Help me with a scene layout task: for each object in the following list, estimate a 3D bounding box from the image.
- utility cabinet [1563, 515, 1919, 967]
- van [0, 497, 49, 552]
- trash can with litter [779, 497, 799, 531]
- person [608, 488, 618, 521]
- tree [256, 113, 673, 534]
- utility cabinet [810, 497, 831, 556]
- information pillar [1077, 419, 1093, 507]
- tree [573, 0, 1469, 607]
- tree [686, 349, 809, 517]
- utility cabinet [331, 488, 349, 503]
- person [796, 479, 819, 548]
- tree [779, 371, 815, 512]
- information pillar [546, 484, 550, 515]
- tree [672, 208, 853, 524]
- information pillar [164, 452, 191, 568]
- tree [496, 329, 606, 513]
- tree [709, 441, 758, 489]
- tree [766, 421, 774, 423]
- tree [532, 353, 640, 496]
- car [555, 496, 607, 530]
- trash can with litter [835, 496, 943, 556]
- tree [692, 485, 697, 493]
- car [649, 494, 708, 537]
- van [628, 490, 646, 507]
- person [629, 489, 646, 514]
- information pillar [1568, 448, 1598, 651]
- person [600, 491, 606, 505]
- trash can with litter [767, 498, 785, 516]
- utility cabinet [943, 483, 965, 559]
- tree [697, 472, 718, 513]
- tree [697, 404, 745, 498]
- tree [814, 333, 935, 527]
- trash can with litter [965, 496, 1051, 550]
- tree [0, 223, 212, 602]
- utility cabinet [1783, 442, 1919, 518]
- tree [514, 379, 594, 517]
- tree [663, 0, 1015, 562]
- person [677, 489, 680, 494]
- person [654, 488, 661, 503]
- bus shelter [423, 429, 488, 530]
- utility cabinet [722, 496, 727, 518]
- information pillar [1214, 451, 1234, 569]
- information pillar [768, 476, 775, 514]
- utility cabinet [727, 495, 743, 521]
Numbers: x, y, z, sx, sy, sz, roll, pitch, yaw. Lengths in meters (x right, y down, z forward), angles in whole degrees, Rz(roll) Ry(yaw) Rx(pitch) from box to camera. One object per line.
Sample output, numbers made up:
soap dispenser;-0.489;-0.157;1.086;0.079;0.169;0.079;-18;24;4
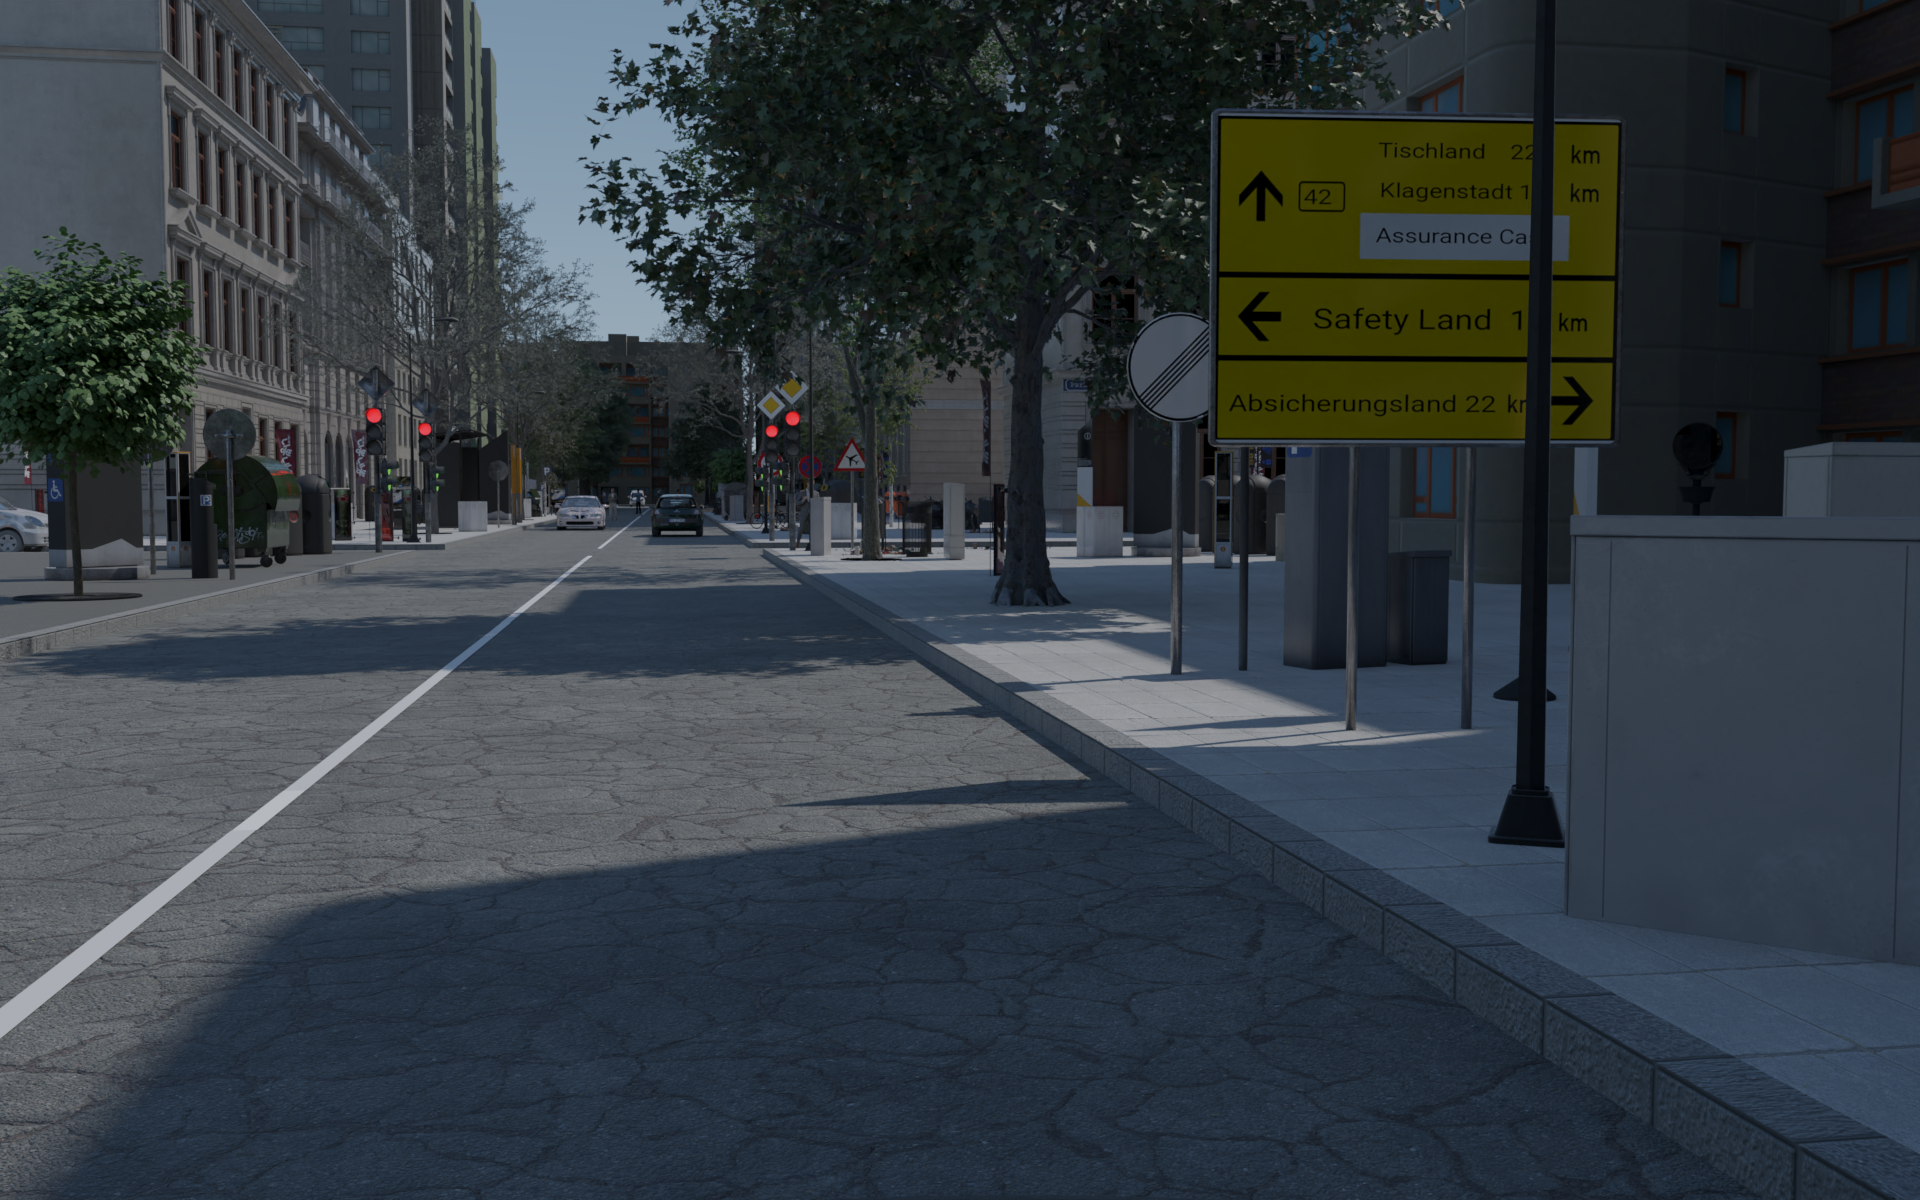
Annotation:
utility cabinet;2.327;0.374;5.045;1.020;1.237;0.306;3;4;36
van;-23.360;-2.050;40.537;4.112;2.044;2.013;0;4;-8
trash can with litter;-5.695;-3.018;60.408;1.678;1.210;2.233;1;4;10
person;-18.803;-5.183;93.796;0.519;1.759;0.362;0;4;-1
tree;-16.773;-8.862;55.258;12.009;13.543;11.850;0;3;0
utility cabinet;-2.930;-1.541;36.362;0.306;1.237;1.020;0;4;4
information pillar;3.875;-3.799;53.464;0.504;3.616;0.183;1;4;22
tree;0.787;-6.282;19.718;9.611;12.733;9.660;0;3;0
tree;-11.667;-9.906;96.367;7.601;10.594;8.767;-1;4;-11
utility cabinet;-22.950;-3.346;63.386;1.173;1.500;0.318;-2;4;-24
person;-3.809;-2.140;43.456;0.622;1.834;0.822;-2;4;-24
tree;-6.860;-8.431;88.216;4.737;8.622;4.395;0;3;0
information pillar;-25.533;-6.270;107.003;0.304;2.012;0.304;-1;4;-17
tree;-8.842;-9.980;73.535;12.009;13.543;11.850;0;3;0
information pillar;-13.617;-1.571;30.174;0.304;2.012;0.304;1;4;20
tree;-27.474;-12.220;117.928;7.486;12.596;7.792;0;3;0
tree;-13.430;-7.347;103.833;4.285;4.588;4.351;0;3;0
tree;-10.518;-9.865;111.662;4.737;8.622;4.395;0;3;0
tree;-34.705;-15.566;161.158;9.857;13.997;8.962;0;3;0
car;-15.345;-3.539;70.230;2.083;1.381;4.827;-1;4;-10
trash can with litter;-1.435;-1.574;36.789;2.233;1.210;1.678;0;4;-8
tree;-28.070;-11.716;186.160;1.663;3.219;1.824;0;3;0
car;-9.668;-3.034;59.384;2.009;1.686;4.222;0;4;-8
van;-36.196;-11.449;194.206;2.013;2.044;4.112;-1;4;-10
person;-23.288;-7.147;125.333;1.348;1.826;0.705;-2;4;-35
information pillar;5.058;-1.383;13.966;0.183;3.616;0.504;0;4;8
person;-41.375;-11.755;200.559;0.599;1.838;0.709;-2;4;-35
trash can with litter;-10.832;-5.507;101.428;1.055;1.170;0.624;-3;5;-44
utility cabinet;-0.108;-1.558;34.152;0.318;1.500;1.173;0;4;-6
tree;-16.403;-7.509;117.366;1.663;3.219;1.824;0;3;0
tree;-19.224;-11.466;137.833;4.360;8.622;3.978;0;3;0
tree;-2.883;-7.116;66.715;4.737;8.622;4.395;0;3;0
trash can with litter;1.011;-1.789;40.302;2.233;1.210;1.678;0;4;2
tree;-10.855;-2.300;21.312;4.285;4.588;4.351;0;3;0
utility cabinet;4.228;0.061;7.677;1.173;1.500;0.318;-1;4;-14
tree;-23.237;-9.018;97.803;4.360;8.622;3.978;0;3;0
tree;-1.874;-6.562;33.040;9.928;11.665;9.643;0;3;0
person;-21.857;-7.716;134.660;0.705;1.823;1.348;0;4;2
person;-19.757;-6.448;113.702;0.755;1.850;0.659;-1;4;-10
bus shelter;-19.050;-4.549;65.653;1.731;3.624;6.357;-1;4;-10
utility cabinet;-12.068;-4.878;90.913;1.020;1.237;0.306;3;4;38
information pillar;4.545;-1.550;29.828;0.304;2.012;0.304;1;4;13
information pillar;-7.259;-4.606;66.661;0.183;3.616;0.504;-2;4;-32
utility cabinet;-10.626;-4.353;82.330;0.306;1.237;1.020;1;4;15
